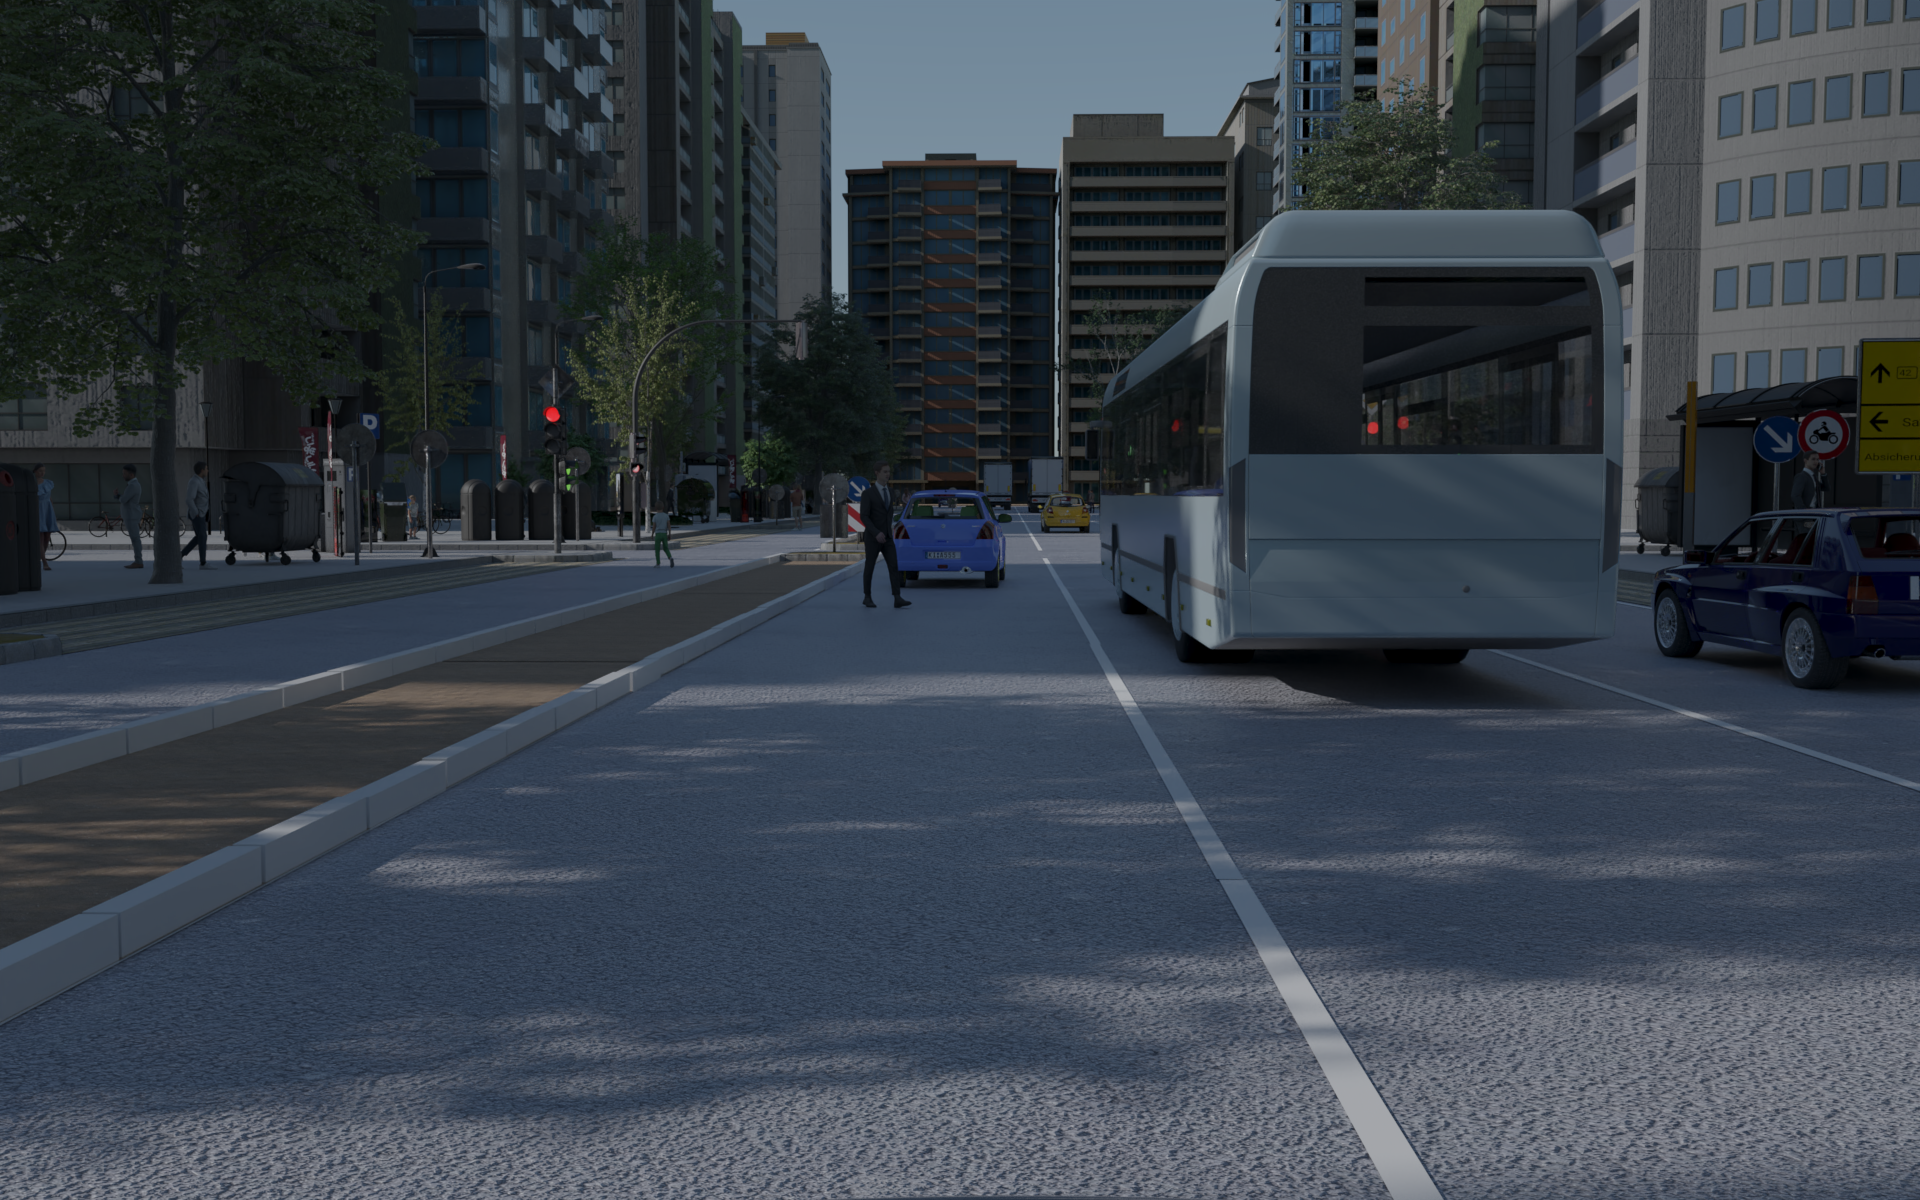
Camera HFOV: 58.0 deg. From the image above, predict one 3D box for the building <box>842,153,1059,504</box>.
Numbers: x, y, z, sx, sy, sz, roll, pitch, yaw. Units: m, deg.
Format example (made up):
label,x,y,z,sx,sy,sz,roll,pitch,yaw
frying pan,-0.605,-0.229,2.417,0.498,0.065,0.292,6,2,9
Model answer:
label,x,y,z,sx,sy,sz,roll,pitch,yaw
building,-1.812,-34.908,225.367,28.867,44.769,22.147,0,4,2

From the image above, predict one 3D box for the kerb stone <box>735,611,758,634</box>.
label,x,y,z,sx,sy,sz,roll,pitch,yaw
kerb stone,-2.279,0.248,18.134,0.120,0.150,1.000,0,4,2

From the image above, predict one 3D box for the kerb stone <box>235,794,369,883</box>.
label,x,y,z,sx,sy,sz,roll,pitch,yaw
kerb stone,-2.589,0.939,6.842,0.120,0.150,1.000,0,4,2

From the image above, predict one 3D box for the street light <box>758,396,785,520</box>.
label,x,y,z,sx,sy,sz,roll,pitch,yaw
street light,-8.948,-6.687,81.872,1.470,5.913,1.316,0,4,2

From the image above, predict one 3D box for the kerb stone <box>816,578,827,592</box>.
label,x,y,z,sx,sy,sz,roll,pitch,yaw
kerb stone,-2.093,-0.192,25.328,0.120,0.150,1.000,0,4,2

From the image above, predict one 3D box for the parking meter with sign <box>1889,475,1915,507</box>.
label,x,y,z,sx,sy,sz,roll,pitch,yaw
parking meter with sign,18.830,-2.348,34.655,0.543,3.016,1.738,2,4,31

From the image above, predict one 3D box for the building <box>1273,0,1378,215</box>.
label,x,y,z,sx,sy,sz,roll,pitch,yaw
building,38.696,-52.231,166.643,22.319,86.520,31.000,0,4,2

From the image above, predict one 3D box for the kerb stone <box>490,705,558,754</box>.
label,x,y,z,sx,sy,sz,roll,pitch,yaw
kerb stone,-2.511,0.751,9.923,0.120,0.150,1.000,0,4,2

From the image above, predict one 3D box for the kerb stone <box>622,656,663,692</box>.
label,x,y,z,sx,sy,sz,roll,pitch,yaw
kerb stone,-2.409,0.564,13.007,0.120,0.150,1.000,0,4,2

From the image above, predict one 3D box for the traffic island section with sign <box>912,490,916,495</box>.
label,x,y,z,sx,sy,sz,roll,pitch,yaw
traffic island section with sign,-4.619,-10.186,175.172,1.989,1.847,2.006,0,4,2

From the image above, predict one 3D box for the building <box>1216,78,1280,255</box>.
label,x,y,z,sx,sy,sz,roll,pitch,yaw
building,48.259,-38.992,226.752,27.495,52.752,28.713,0,4,2

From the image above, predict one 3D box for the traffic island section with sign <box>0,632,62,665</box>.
label,x,y,z,sx,sy,sz,roll,pitch,yaw
traffic island section with sign,-9.003,-0.387,14.949,1.989,1.847,2.006,0,4,2

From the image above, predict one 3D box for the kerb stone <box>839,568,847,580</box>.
label,x,y,z,sx,sy,sz,roll,pitch,yaw
kerb stone,-2.001,-0.379,28.400,0.120,0.150,1.000,0,4,2

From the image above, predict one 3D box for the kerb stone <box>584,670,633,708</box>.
label,x,y,z,sx,sy,sz,roll,pitch,yaw
kerb stone,-2.451,0.625,11.981,0.120,0.150,1.000,0,4,2

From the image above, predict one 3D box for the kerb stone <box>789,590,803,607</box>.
label,x,y,z,sx,sy,sz,roll,pitch,yaw
kerb stone,-2.163,0.001,22.250,0.120,0.150,1.000,0,4,2

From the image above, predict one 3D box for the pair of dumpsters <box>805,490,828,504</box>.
label,x,y,z,sx,sy,sz,roll,pitch,yaw
pair of dumpsters,-9.681,-7.020,117.275,1.574,2.255,4.437,0,4,1

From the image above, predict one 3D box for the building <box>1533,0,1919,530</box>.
label,x,y,z,sx,sy,sz,roll,pitch,yaw
building,38.524,-31.970,64.709,28.212,58.520,21.231,0,4,2

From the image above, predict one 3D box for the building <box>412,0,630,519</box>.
label,x,y,z,sx,sy,sz,roll,pitch,yaw
building,-32.985,-29.405,100.382,23.786,49.044,30.456,0,4,2

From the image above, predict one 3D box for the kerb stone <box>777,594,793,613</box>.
label,x,y,z,sx,sy,sz,roll,pitch,yaw
kerb stone,-2.196,0.061,21.217,0.120,0.150,1.000,0,4,2

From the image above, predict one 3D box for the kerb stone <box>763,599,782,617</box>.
label,x,y,z,sx,sy,sz,roll,pitch,yaw
kerb stone,-2.231,0.123,20.186,0.120,0.150,1.000,0,4,2

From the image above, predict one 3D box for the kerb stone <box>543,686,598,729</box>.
label,x,y,z,sx,sy,sz,roll,pitch,yaw
kerb stone,-2.481,0.692,10.952,0.120,0.150,1.000,0,4,2

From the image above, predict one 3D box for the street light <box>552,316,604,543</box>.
label,x,y,z,sx,sy,sz,roll,pitch,yaw
street light,-9.975,-4.447,45.244,1.470,5.913,1.316,0,4,2

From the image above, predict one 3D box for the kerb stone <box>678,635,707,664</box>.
label,x,y,z,sx,sy,sz,roll,pitch,yaw
kerb stone,-2.367,0.442,15.055,0.120,0.150,1.000,0,4,2

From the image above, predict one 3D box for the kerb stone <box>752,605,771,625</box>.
label,x,y,z,sx,sy,sz,roll,pitch,yaw
kerb stone,-2.250,0.193,19.162,0.120,0.150,1.000,0,4,2

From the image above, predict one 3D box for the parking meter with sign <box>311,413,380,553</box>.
label,x,y,z,sx,sy,sz,roll,pitch,yaw
parking meter with sign,-13.494,-2.543,37.837,1.738,3.016,0.543,2,4,28

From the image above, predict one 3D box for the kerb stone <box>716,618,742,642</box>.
label,x,y,z,sx,sy,sz,roll,pitch,yaw
kerb stone,-2.311,0.311,17.107,0.120,0.150,1.000,0,4,2

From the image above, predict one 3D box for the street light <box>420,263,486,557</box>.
label,x,y,z,sx,sy,sz,roll,pitch,yaw
street light,-10.248,-3.823,35.055,1.470,5.913,1.316,0,4,2

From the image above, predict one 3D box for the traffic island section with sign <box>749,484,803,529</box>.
label,x,y,z,sx,sy,sz,roll,pitch,yaw
traffic island section with sign,-7.474,-3.795,70.672,1.989,1.847,2.006,0,4,2

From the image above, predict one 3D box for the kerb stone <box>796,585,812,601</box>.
label,x,y,z,sx,sy,sz,roll,pitch,yaw
kerb stone,-2.143,-0.066,23.275,0.120,0.150,1.000,0,4,2

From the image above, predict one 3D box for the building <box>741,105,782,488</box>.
label,x,y,z,sx,sy,sz,roll,pitch,yaw
building,-30.455,-29.213,169.519,23.993,40.220,32.217,0,4,2

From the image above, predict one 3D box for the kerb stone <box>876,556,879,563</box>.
label,x,y,z,sx,sy,sz,roll,pitch,yaw
kerb stone,-1.805,-0.818,35.566,0.120,0.150,1.000,0,4,2

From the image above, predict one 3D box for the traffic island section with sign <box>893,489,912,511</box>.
label,x,y,z,sx,sy,sz,roll,pitch,yaw
traffic island section with sign,-5.369,-8.506,147.693,1.989,1.847,2.006,0,4,2

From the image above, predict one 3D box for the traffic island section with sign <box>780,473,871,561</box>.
label,x,y,z,sx,sy,sz,roll,pitch,yaw
traffic island section with sign,-2.794,-1.798,37.538,2.006,1.907,1.989,0,4,2

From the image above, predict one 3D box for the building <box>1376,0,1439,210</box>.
label,x,y,z,sx,sy,sz,roll,pitch,yaw
building,34.070,-27.923,106.651,14.600,45.320,14.200,0,4,2

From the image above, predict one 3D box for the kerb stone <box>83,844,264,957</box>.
label,x,y,z,sx,sy,sz,roll,pitch,yaw
kerb stone,-2.619,1.002,5.814,0.120,0.150,1.000,0,4,2

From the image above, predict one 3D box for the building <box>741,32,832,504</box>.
label,x,y,z,sx,sy,sz,roll,pitch,yaw
building,-30.971,-41.789,225.249,28.212,58.520,21.231,0,4,2

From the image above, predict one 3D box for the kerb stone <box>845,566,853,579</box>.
label,x,y,z,sx,sy,sz,roll,pitch,yaw
kerb stone,-1.968,-0.436,29.423,0.120,0.150,1.000,0,4,2

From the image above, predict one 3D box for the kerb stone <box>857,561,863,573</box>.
label,x,y,z,sx,sy,sz,roll,pitch,yaw
kerb stone,-1.914,-0.560,31.467,0.120,0.150,1.000,0,4,2

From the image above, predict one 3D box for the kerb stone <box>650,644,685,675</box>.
label,x,y,z,sx,sy,sz,roll,pitch,yaw
kerb stone,-2.398,0.499,14.029,0.120,0.150,1.000,0,4,2

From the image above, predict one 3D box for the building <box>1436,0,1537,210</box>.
label,x,y,z,sx,sy,sz,roll,pitch,yaw
building,30.159,-24.407,82.645,14.154,41.232,14.086,0,4,2

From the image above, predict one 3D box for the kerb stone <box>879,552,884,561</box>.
label,x,y,z,sx,sy,sz,roll,pitch,yaw
kerb stone,-1.745,-0.944,37.622,0.120,0.150,1.000,0,4,2

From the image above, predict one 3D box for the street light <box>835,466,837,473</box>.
label,x,y,z,sx,sy,sz,roll,pitch,yaw
street light,-7.957,-8.935,118.631,1.470,5.913,1.316,0,4,2

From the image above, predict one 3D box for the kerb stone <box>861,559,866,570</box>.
label,x,y,z,sx,sy,sz,roll,pitch,yaw
kerb stone,-1.880,-0.626,32.493,0.120,0.150,1.000,0,4,2

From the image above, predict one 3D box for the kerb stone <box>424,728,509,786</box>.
label,x,y,z,sx,sy,sz,roll,pitch,yaw
kerb stone,-2.535,0.813,8.899,0.120,0.150,1.000,0,4,2

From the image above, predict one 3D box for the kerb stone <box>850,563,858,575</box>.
label,x,y,z,sx,sy,sz,roll,pitch,yaw
kerb stone,-1.938,-0.505,30.445,0.120,0.150,1.000,0,4,2

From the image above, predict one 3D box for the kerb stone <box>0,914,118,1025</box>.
label,x,y,z,sx,sy,sz,roll,pitch,yaw
kerb stone,-2.643,1.064,4.792,0.120,0.150,1.000,0,4,2

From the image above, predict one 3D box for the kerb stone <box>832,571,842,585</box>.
label,x,y,z,sx,sy,sz,roll,pitch,yaw
kerb stone,-2.019,-0.316,27.375,0.120,0.150,1.000,0,4,2

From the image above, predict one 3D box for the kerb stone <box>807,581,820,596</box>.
label,x,y,z,sx,sy,sz,roll,pitch,yaw
kerb stone,-2.116,-0.127,24.304,0.120,0.150,1.000,0,4,2

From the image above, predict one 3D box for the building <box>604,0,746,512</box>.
label,x,y,z,sx,sy,sz,roll,pitch,yaw
building,-25.822,-28.076,142.641,14.154,41.232,14.086,0,4,2

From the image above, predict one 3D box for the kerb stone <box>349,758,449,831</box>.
label,x,y,z,sx,sy,sz,roll,pitch,yaw
kerb stone,-2.558,0.882,7.871,0.120,0.150,1.000,0,4,2

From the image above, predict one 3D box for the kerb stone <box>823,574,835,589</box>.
label,x,y,z,sx,sy,sz,roll,pitch,yaw
kerb stone,-2.052,-0.254,26.349,0.120,0.150,1.000,0,4,2

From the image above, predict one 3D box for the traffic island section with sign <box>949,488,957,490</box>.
label,x,y,z,sx,sy,sz,roll,pitch,yaw
traffic island section with sign,-0.535,-6.845,120.053,2.006,1.907,1.989,0,4,2

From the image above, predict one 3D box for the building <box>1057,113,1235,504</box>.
label,x,y,z,sx,sy,sz,roll,pitch,yaw
building,23.395,-36.711,223.931,21.600,48.544,21.300,0,4,2

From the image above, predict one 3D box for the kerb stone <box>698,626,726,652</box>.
label,x,y,z,sx,sy,sz,roll,pitch,yaw
kerb stone,-2.336,0.380,16.083,0.120,0.150,1.000,0,4,2

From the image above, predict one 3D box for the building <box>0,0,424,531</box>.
label,x,y,z,sx,sy,sz,roll,pitch,yaw
building,-29.491,-17.925,64.767,14.160,30.474,14.107,0,4,2

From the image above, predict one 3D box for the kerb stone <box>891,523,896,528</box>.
label,x,y,z,sx,sy,sz,roll,pitch,yaw
kerb stone,-2.828,-3.231,75.029,0.120,0.150,1.000,0,4,2

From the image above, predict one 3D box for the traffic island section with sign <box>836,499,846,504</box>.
label,x,y,z,sx,sy,sz,roll,pitch,yaw
traffic island section with sign,-6.719,-5.483,98.275,1.989,1.847,2.006,0,4,2
